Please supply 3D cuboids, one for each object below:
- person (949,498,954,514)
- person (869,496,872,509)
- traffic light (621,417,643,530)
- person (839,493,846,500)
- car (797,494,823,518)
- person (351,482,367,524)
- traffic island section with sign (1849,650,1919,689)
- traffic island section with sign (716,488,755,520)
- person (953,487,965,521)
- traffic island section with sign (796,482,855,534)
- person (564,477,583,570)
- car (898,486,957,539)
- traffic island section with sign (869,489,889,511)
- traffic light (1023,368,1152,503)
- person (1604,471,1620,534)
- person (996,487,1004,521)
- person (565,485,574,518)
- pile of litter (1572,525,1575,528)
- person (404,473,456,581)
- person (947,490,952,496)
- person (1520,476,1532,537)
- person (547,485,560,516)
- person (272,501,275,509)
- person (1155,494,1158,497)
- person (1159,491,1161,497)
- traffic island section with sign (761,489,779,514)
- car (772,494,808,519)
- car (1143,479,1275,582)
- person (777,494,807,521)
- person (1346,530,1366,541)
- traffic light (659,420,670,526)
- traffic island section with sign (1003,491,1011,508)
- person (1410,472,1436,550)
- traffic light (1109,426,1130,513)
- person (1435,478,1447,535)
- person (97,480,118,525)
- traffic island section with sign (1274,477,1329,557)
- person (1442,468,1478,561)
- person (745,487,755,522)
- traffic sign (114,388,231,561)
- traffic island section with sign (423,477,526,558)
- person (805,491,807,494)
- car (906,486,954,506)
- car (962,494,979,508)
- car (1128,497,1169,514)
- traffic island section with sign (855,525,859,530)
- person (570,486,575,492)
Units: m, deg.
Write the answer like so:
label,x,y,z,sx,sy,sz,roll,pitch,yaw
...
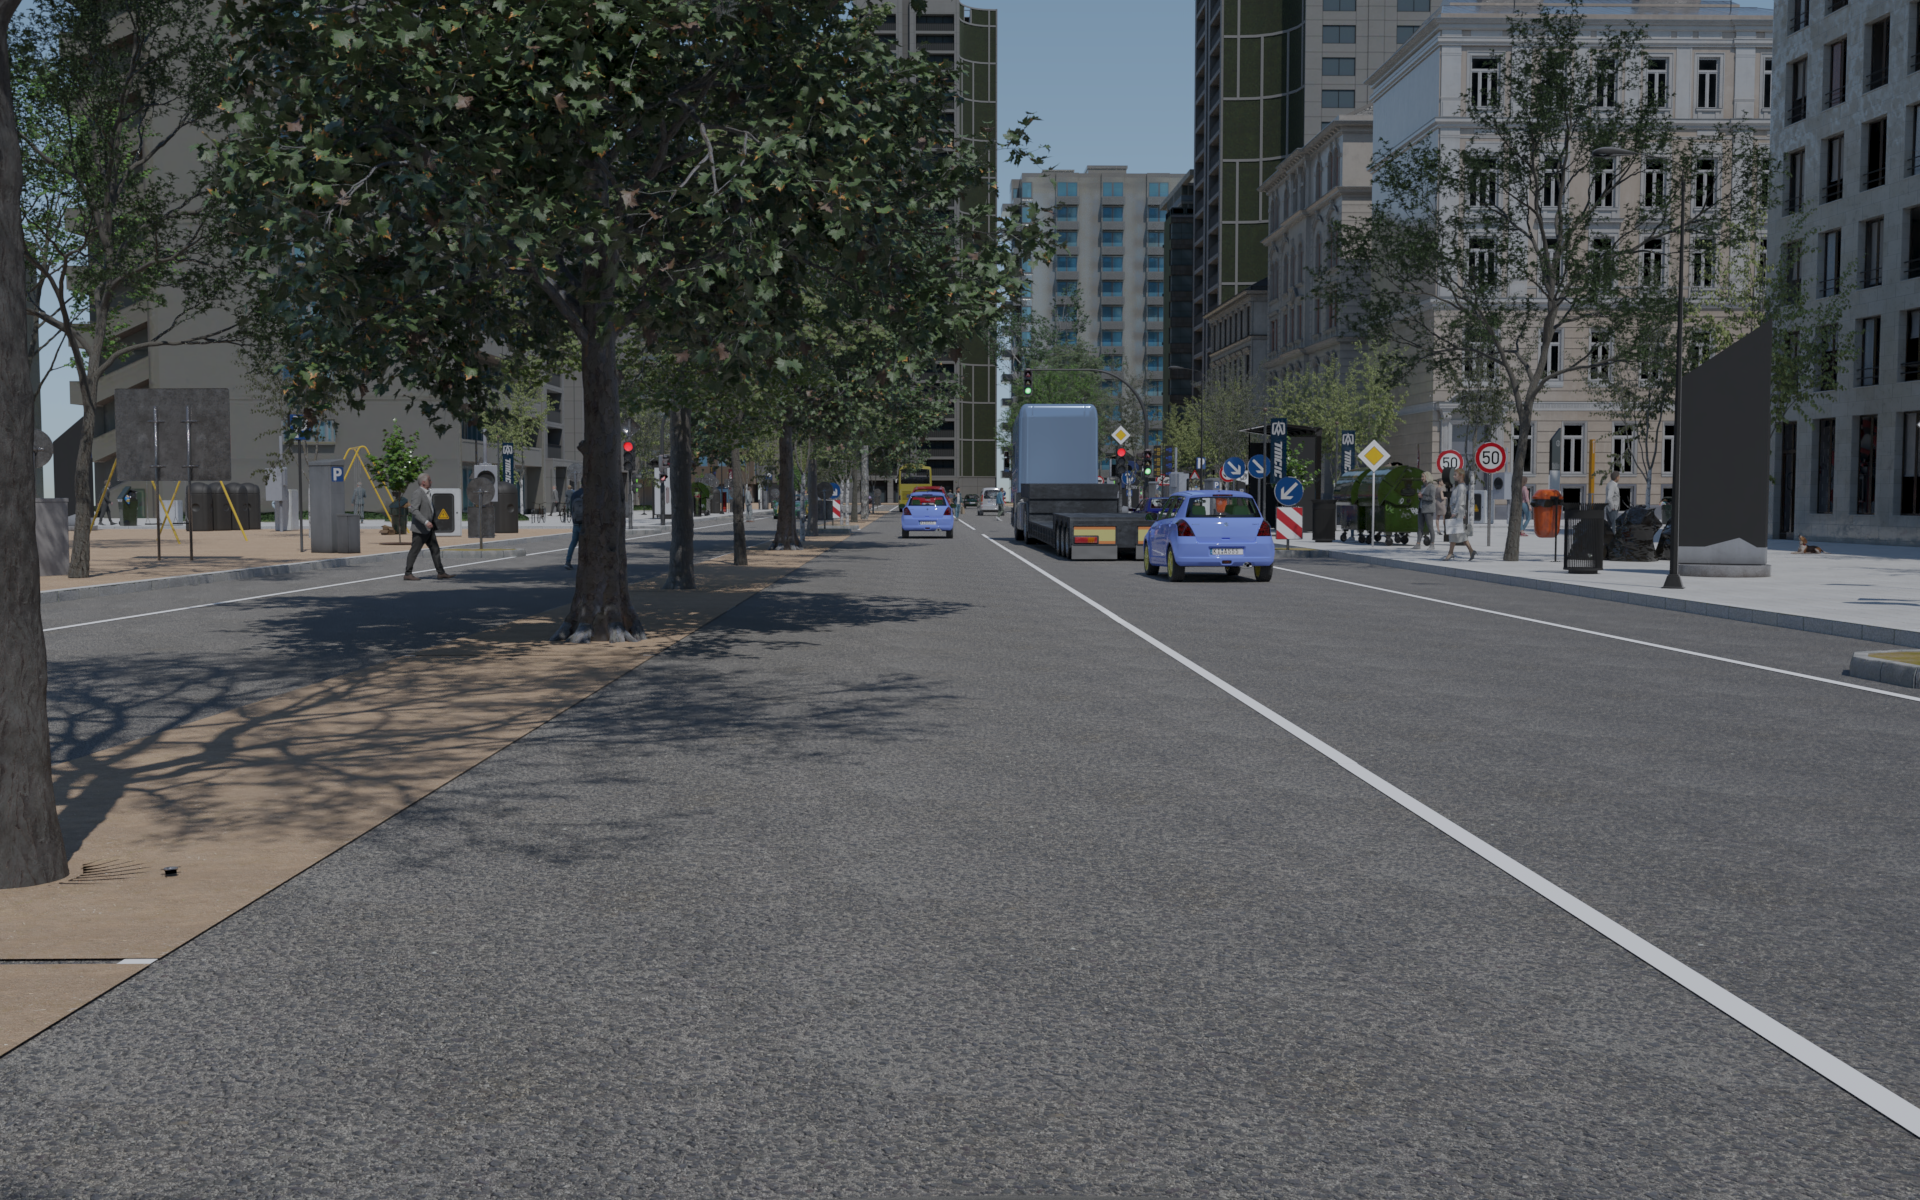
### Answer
label,x,y,z,sx,sy,sz,roll,pitch,yaw
person,-0.500,-4.481,86.438,0.373,1.253,0.362,2,4,33
person,-8.084,-8.720,154.306,0.421,1.427,0.697,-3,5,-42
traffic light,-11.903,-4.503,62.546,0.839,4.253,0.868,0,4,-1
person,-10.720,-8.937,155.401,1.217,1.735,0.721,-1,4,-15
car,-9.070,-5.852,105.904,2.015,1.641,3.980,0,4,-2
person,-26.150,-4.223,75.271,0.661,1.801,0.590,-3,5,-42
traffic island section with sign,8.006,-0.278,13.179,1.989,1.847,2.006,0,4,-1
traffic island section with sign,-12.431,-5.345,96.016,1.989,1.847,2.006,0,4,-1
person,-0.088,-5.170,93.014,0.794,1.824,0.713,-1,4,-15
traffic island section with sign,-4.970,-3.361,63.081,2.006,1.907,1.989,0,4,-1
person,-7.148,-1.464,32.779,0.623,1.781,0.721,1,4,19
car,-1.069,-2.897,56.959,1.945,1.707,3.694,0,4,-1
traffic island section with sign,-6.968,-8.408,145.603,2.006,1.907,1.989,0,4,-1
traffic light,4.663,-5.392,62.820,4.771,5.953,1.251,0,4,-1
person,15.761,-2.215,42.109,0.795,1.843,0.661,1,4,20
person,2.125,-5.119,92.535,0.444,1.785,0.601,-1,4,-15
person,-21.336,-5.400,94.761,0.576,1.772,0.534,-2,4,-26
pile of litter,22.590,-2.949,62.187,1.176,0.858,1.719,2,4,30
person,-8.823,-1.214,28.745,0.834,1.777,0.661,0,4,-5
person,-0.894,-9.283,160.353,1.350,1.814,0.705,1,4,23
person,17.040,-2.827,52.282,0.388,1.821,0.555,-2,4,-29
person,-23.455,-5.724,100.020,0.834,1.777,0.661,-1,4,-14
person,-26.472,-3.493,67.429,0.589,1.601,0.330,-1,4,-20
person,10.772,-5.223,95.711,0.425,1.301,0.394,-1,4,-16
person,13.215,-6.688,115.574,0.511,1.800,0.466,2,4,24
traffic island section with sign,-13.080,-6.996,123.013,1.989,1.847,2.006,0,4,-1
car,-9.683,-5.379,99.750,2.131,1.459,4.920,0,3,0
car,4.175,-1.220,29.542,1.945,1.707,3.694,0,4,-3
person,-8.785,-4.964,89.874,1.509,1.804,0.699,2,4,27
person,10.900,-2.511,47.770,0.598,1.740,0.731,0,4,4
traffic light,-10.007,-5.868,70.614,4.771,5.953,1.251,0,4,-1
traffic island section with sign,4.141,-10.081,173.447,1.989,1.847,2.006,0,4,-1
person,10.728,-2.063,39.955,0.526,1.800,0.537,-1,4,-12
traffic light,6.559,-5.020,70.994,0.839,4.253,0.868,0,4,-1
person,15.074,-2.922,54.163,0.374,1.781,0.599,-1,4,-16
person,-34.901,-3.980,70.894,0.755,1.850,0.659,-2,4,-31
traffic island section with sign,7.350,-1.927,40.126,1.989,1.847,2.006,0,4,-1
person,9.588,-1.638,33.173,0.624,1.780,0.694,2,4,31
person,-10.778,-4.881,88.397,0.391,1.810,0.635,-2,4,-29
traffic sign,-15.150,-2.414,33.347,2.265,3.308,0.079,0,4,4
traffic island section with sign,-11.060,-1.900,39.692,1.989,1.847,2.006,0,4,-1
person,-14.548,-9.402,162.779,0.434,1.755,0.990,1,4,11
car,-1.460,-4.554,83.136,2.281,1.827,5.304,0,4,1
car,1.178,-10.122,175.280,2.009,1.686,4.222,0,4,-2
car,6.659,-2.764,57.772,1.945,1.354,3.894,0,4,-3
traffic island section with sign,-5.139,-3.813,70.487,2.006,1.907,1.989,0,4,-1
person,-25.155,-6.490,112.333,0.419,1.800,0.721,2,4,28
